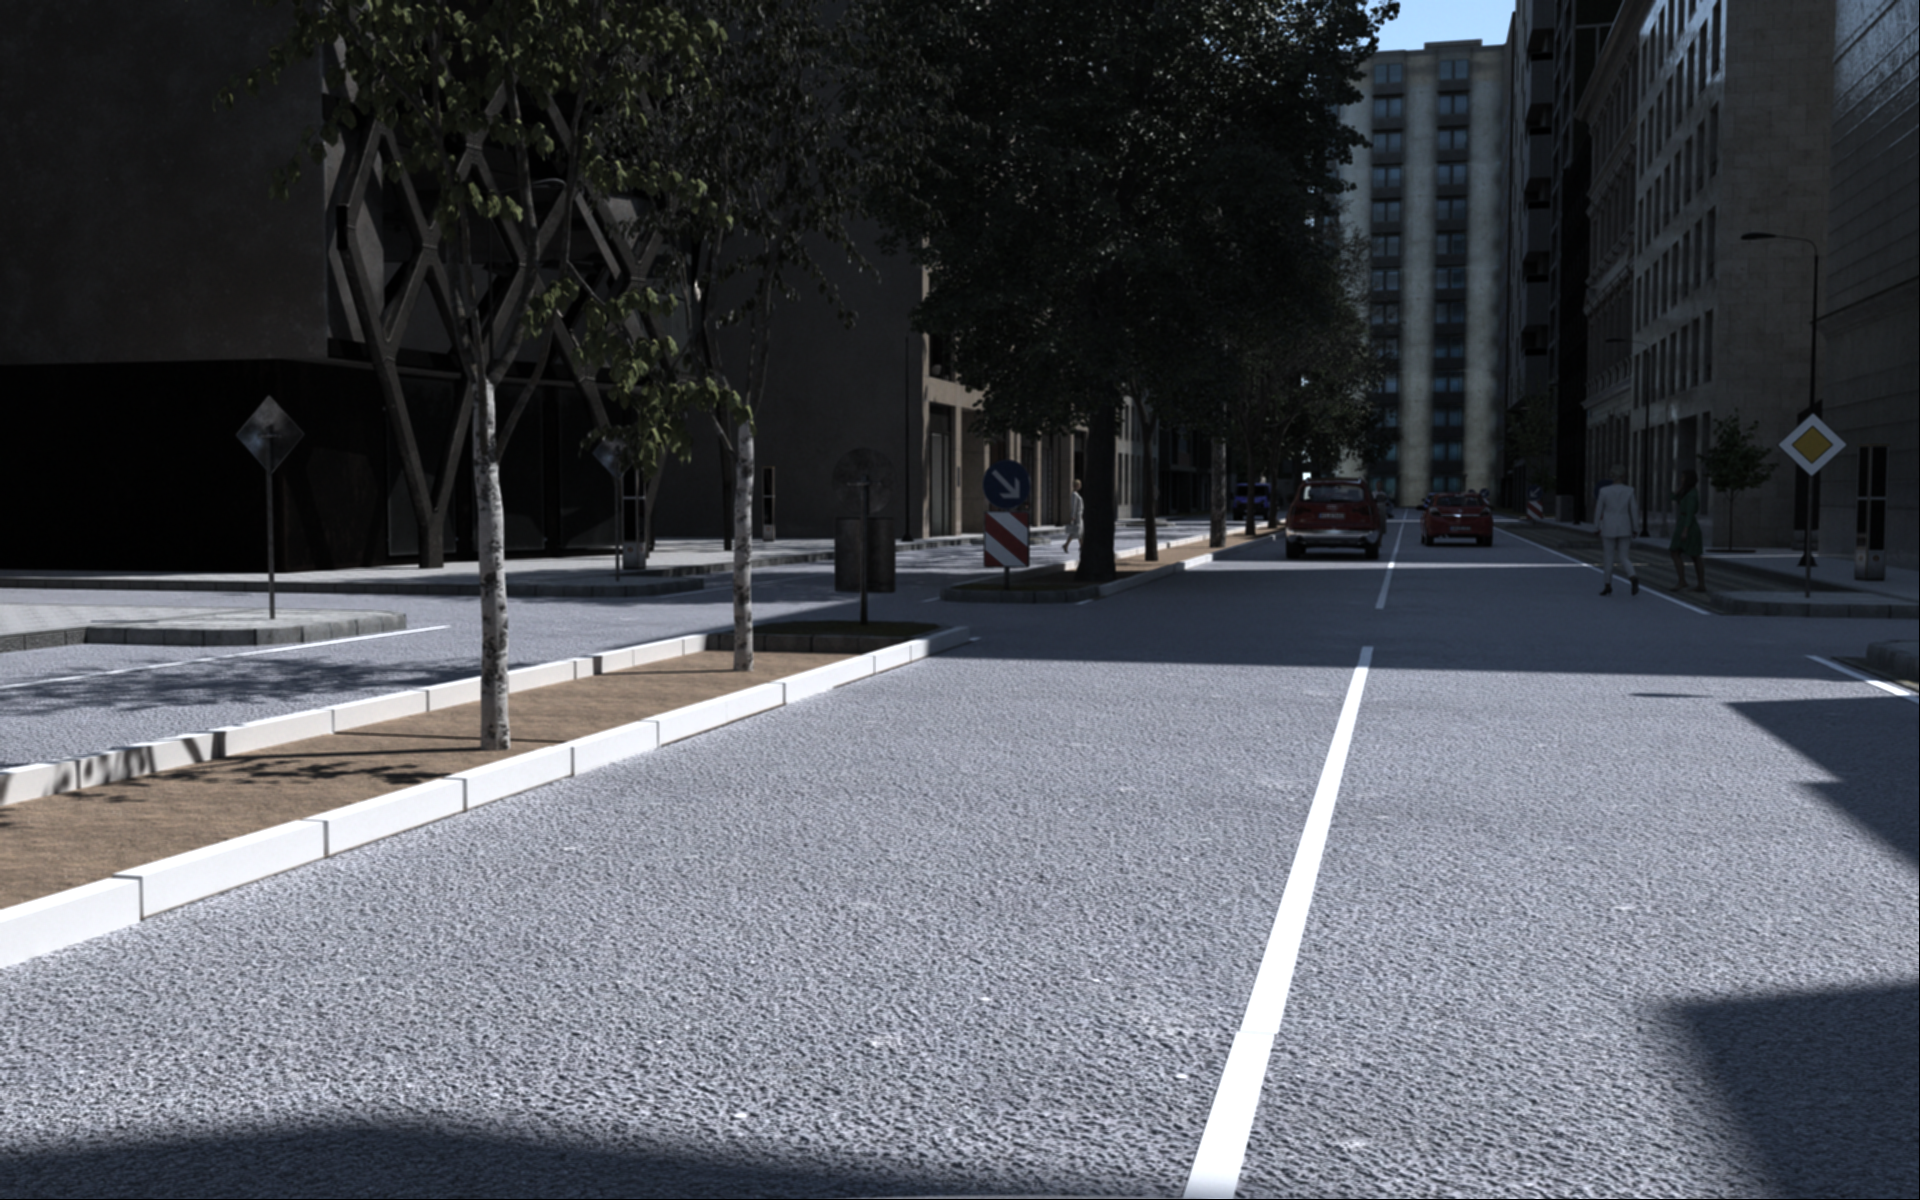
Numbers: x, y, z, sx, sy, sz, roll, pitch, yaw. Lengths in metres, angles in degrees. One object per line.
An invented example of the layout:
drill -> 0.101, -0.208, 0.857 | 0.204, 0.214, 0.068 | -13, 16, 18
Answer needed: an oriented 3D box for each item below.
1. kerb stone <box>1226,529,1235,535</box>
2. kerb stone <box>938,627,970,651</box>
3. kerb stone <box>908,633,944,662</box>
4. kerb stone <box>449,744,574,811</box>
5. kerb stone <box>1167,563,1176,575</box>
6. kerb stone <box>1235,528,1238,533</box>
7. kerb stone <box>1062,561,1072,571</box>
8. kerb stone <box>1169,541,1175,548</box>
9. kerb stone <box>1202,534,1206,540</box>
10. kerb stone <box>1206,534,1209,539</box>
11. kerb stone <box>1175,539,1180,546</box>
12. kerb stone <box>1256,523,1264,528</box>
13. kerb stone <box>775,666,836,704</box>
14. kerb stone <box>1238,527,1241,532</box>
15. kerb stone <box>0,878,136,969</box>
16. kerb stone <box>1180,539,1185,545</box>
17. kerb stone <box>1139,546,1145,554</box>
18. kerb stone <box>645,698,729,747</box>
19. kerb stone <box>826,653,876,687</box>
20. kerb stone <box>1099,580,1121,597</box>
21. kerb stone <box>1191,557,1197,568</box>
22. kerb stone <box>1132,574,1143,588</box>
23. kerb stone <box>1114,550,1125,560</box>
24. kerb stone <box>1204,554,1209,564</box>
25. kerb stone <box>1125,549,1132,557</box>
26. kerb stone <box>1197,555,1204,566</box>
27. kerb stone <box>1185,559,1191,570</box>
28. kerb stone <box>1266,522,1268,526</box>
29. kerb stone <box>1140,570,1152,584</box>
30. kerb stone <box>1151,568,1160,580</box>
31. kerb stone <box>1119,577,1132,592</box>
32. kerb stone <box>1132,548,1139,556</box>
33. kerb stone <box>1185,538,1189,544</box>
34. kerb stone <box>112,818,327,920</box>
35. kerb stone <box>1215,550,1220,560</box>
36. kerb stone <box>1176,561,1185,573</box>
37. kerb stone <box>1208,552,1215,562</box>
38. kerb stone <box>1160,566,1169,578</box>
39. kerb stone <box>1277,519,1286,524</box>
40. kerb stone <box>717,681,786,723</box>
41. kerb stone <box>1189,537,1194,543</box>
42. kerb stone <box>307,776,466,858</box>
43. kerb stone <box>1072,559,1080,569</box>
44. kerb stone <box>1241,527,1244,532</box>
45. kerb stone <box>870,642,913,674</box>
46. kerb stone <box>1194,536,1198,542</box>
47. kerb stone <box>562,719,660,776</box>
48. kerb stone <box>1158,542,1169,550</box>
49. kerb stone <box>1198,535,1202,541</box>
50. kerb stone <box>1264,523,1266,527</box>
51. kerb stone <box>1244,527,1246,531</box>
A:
kerb stone -> 9.655, -2.430, 61.971 | 0.120, 0.150, 1.000 | 1, 4, 15
kerb stone -> -0.092, 0.365, 16.235 | 0.120, 0.150, 1.000 | 1, 4, 15
kerb stone -> -0.348, 0.427, 15.246 | 0.120, 0.150, 1.000 | 1, 4, 15
kerb stone -> -2.157, 0.849, 8.314 | 0.120, 0.150, 1.000 | 1, 4, 15
kerb stone -> 3.662, -0.518, 30.668 | 0.120, 0.150, 1.000 | 1, 4, 15
kerb stone -> 9.910, -2.490, 62.962 | 0.120, 0.150, 1.000 | 1, 4, 15
kerb stone -> 1.889, -0.611, 32.177 | 0.120, 0.150, 1.000 | 1, 4, 15
kerb stone -> 5.528, -1.460, 46.072 | 0.120, 0.150, 1.000 | 1, 4, 15
kerb stone -> 7.326, -1.885, 53.019 | 0.120, 0.150, 1.000 | 1, 4, 15
kerb stone -> 7.581, -1.946, 54.020 | 0.120, 0.150, 1.000 | 1, 4, 15
kerb stone -> 5.775, -1.521, 47.065 | 0.120, 0.150, 1.000 | 1, 4, 15
kerb stone -> 12.751, -3.160, 73.889 | 0.120, 0.150, 1.000 | 1, 4, 15
kerb stone -> -1.118, 0.607, 12.275 | 0.120, 0.150, 1.000 | 1, 4, 15
kerb stone -> 10.175, -2.552, 63.955 | 0.120, 0.150, 1.000 | 1, 4, 15
kerb stone -> -2.928, 1.039, 5.325 | 0.120, 0.150, 1.000 | 1, 4, 15
kerb stone -> 6.038, -1.579, 48.058 | 0.120, 0.150, 1.000 | 1, 4, 15
kerb stone -> 4.228, -1.156, 41.097 | 0.120, 0.150, 1.000 | 1, 4, 15
kerb stone -> -1.635, 0.728, 10.293 | 0.120, 0.150, 1.000 | 1, 4, 15
kerb stone -> -0.868, 0.548, 13.267 | 0.120, 0.150, 1.000 | 1, 4, 15
kerb stone -> 2.118, -0.150, 24.705 | 0.120, 0.150, 1.000 | 1, 4, 15
kerb stone -> 4.442, -0.696, 33.634 | 0.120, 0.150, 1.000 | 1, 4, 15
kerb stone -> 2.640, -0.266, 26.698 | 0.120, 0.150, 1.000 | 1, 4, 15
kerb stone -> 3.444, -0.972, 38.126 | 0.120, 0.150, 1.000 | 1, 4, 15
kerb stone -> 4.957, -0.818, 35.623 | 0.120, 0.150, 1.000 | 1, 4, 15
kerb stone -> 3.700, -1.031, 39.116 | 0.120, 0.150, 1.000 | 1, 4, 15
kerb stone -> 4.700, -0.761, 34.633 | 0.120, 0.150, 1.000 | 1, 4, 15
kerb stone -> 4.183, -0.639, 32.645 | 0.120, 0.150, 1.000 | 1, 4, 15
kerb stone -> 13.279, -3.282, 75.870 | 0.120, 0.150, 1.000 | 1, 4, 15
kerb stone -> 2.900, -0.336, 27.687 | 0.120, 0.150, 1.000 | 1, 4, 15
kerb stone -> 3.143, -0.397, 28.685 | 0.120, 0.150, 1.000 | 1, 4, 15
kerb stone -> 2.377, -0.214, 25.702 | 0.120, 0.150, 1.000 | 1, 4, 15
kerb stone -> 3.957, -1.096, 40.111 | 0.120, 0.150, 1.000 | 1, 4, 15
kerb stone -> 6.291, -1.642, 49.048 | 0.120, 0.150, 1.000 | 1, 4, 15
kerb stone -> -2.677, 0.971, 6.316 | 0.120, 0.150, 1.000 | 1, 4, 15
kerb stone -> 5.480, -0.943, 37.606 | 0.120, 0.150, 1.000 | 1, 4, 15
kerb stone -> 3.936, -0.576, 31.653 | 0.120, 0.150, 1.000 | 1, 4, 15
kerb stone -> 5.218, -0.882, 36.611 | 0.120, 0.150, 1.000 | 1, 4, 15
kerb stone -> 3.408, -0.455, 29.672 | 0.120, 0.150, 1.000 | 1, 4, 15
kerb stone -> 16.122, -3.951, 86.790 | 0.120, 0.150, 1.000 | 1, 4, 15
kerb stone -> -1.386, 0.671, 11.288 | 0.120, 0.150, 1.000 | 1, 4, 15
kerb stone -> 6.554, -1.701, 50.037 | 0.120, 0.150, 1.000 | 1, 4, 15
kerb stone -> -2.418, 0.912, 7.316 | 0.120, 0.150, 1.000 | 1, 4, 15
kerb stone -> 2.146, -0.671, 33.167 | 0.120, 0.150, 1.000 | 1, 4, 15
kerb stone -> 10.434, -2.614, 64.944 | 0.120, 0.150, 1.000 | 1, 4, 15
kerb stone -> -0.607, 0.486, 14.255 | 0.120, 0.150, 1.000 | 1, 4, 15
kerb stone -> 6.812, -1.764, 51.033 | 0.120, 0.150, 1.000 | 1, 4, 15
kerb stone -> -1.894, 0.792, 9.305 | 0.120, 0.150, 1.000 | 1, 4, 15
kerb stone -> 5.253, -1.400, 45.083 | 0.120, 0.150, 1.000 | 1, 4, 15
kerb stone -> 7.062, -1.824, 52.024 | 0.120, 0.150, 1.000 | 1, 4, 15
kerb stone -> 13.021, -3.222, 74.875 | 0.120, 0.150, 1.000 | 1, 4, 15
kerb stone -> 10.686, -2.675, 65.937 | 0.120, 0.150, 1.000 | 1, 4, 15
